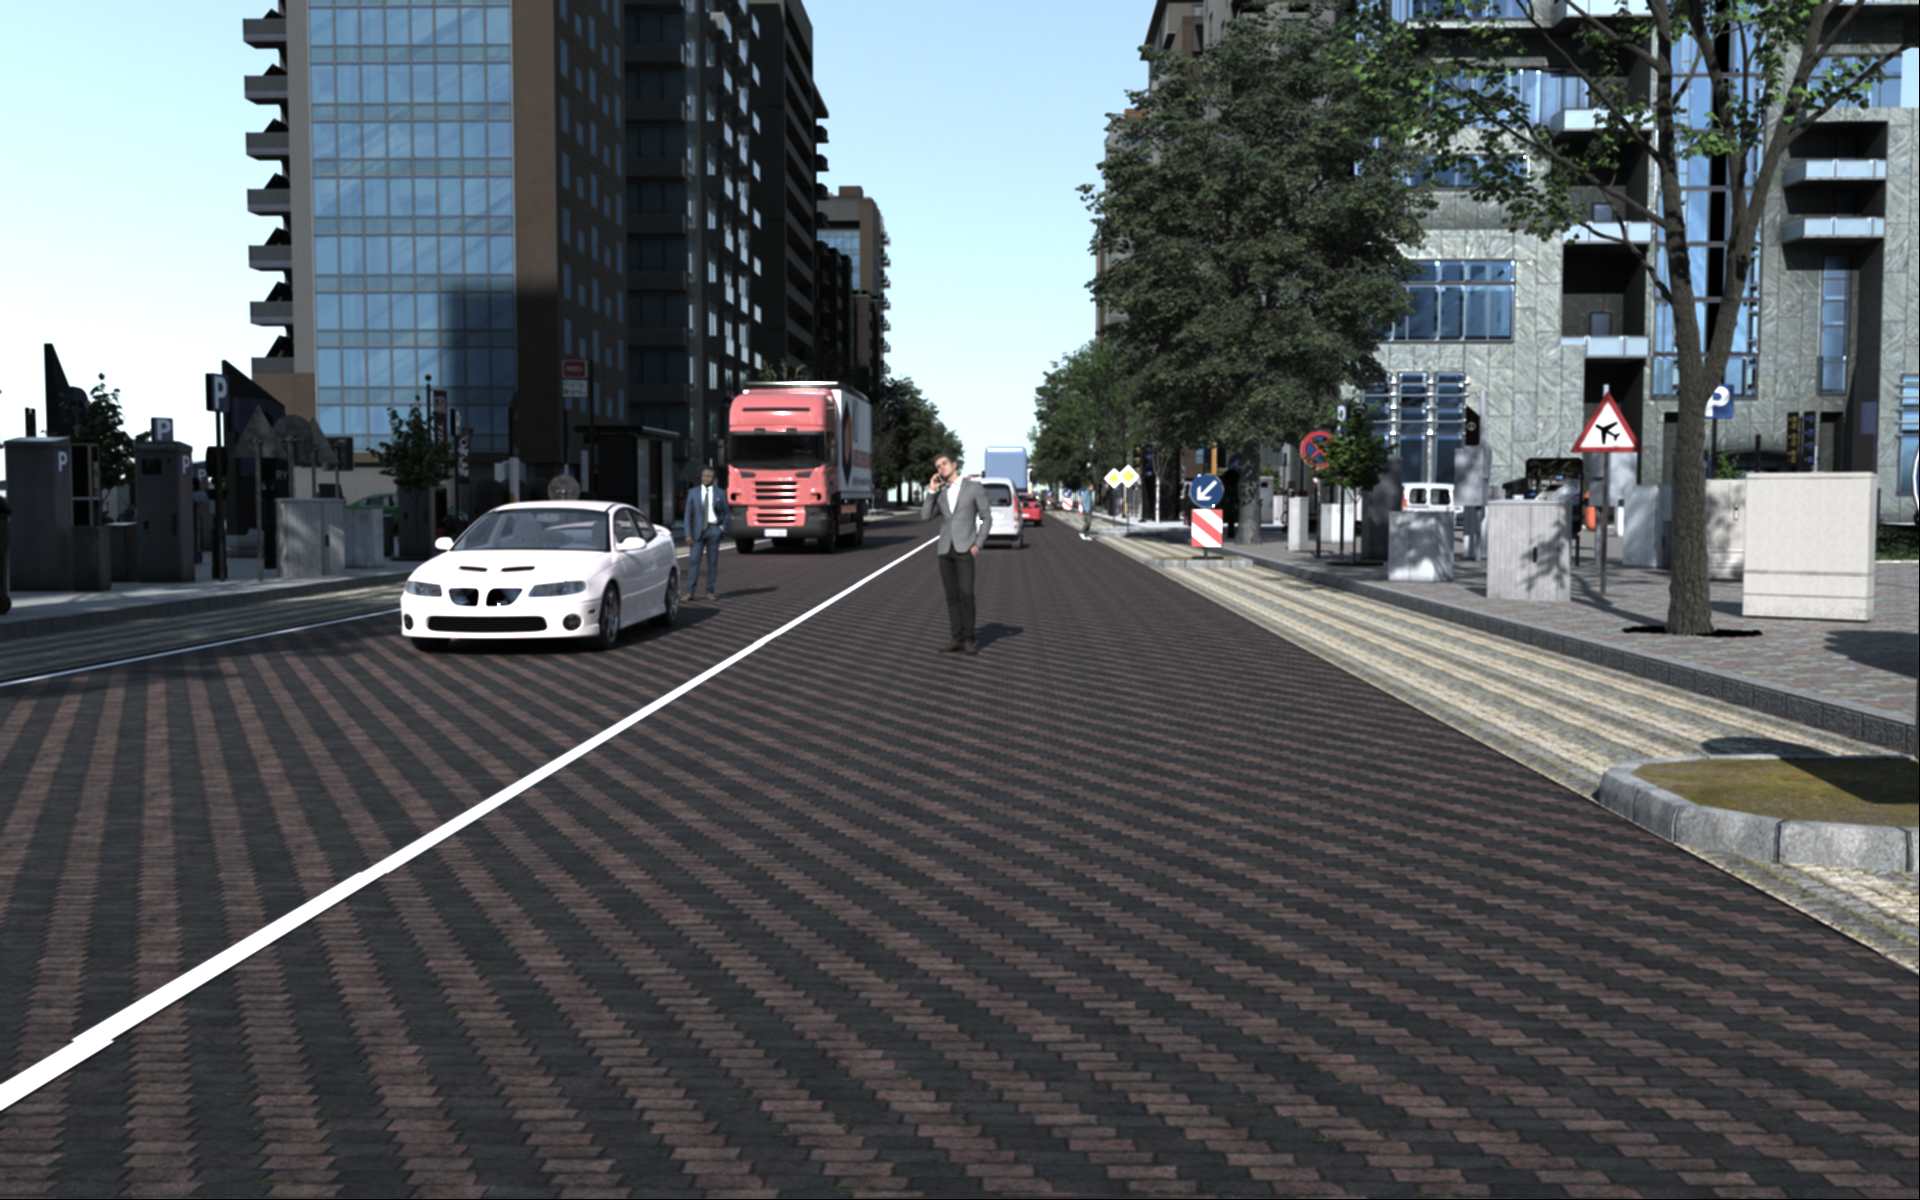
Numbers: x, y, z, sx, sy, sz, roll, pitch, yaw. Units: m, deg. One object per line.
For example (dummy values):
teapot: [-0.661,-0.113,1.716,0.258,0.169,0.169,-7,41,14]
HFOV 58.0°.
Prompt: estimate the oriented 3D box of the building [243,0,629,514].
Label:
building: [-24.687,-26.537,83.991,14.600,45.320,14.200,0,4,2]

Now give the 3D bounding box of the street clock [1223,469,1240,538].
street clock: [7.905,-2.806,50.447,0.471,2.002,0.358,1,4,19]

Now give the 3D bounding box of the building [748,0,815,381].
building: [-24.779,-32.421,153.789,21.300,48.544,21.600,0,4,2]

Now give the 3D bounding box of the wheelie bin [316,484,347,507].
wheelie bin: [-19.201,-2.740,52.705,0.980,1.594,0.693,-2,4,-33]

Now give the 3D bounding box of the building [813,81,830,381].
building: [-25.281,-32.081,179.156,22.147,44.769,28.867,0,4,2]

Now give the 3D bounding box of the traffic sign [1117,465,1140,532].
traffic sign: [5.725,-3.386,59.005,0.795,2.450,0.064,0,4,2]

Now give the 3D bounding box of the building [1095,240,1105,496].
building: [30.144,-39.318,292.966,14.600,45.320,14.200,0,4,2]

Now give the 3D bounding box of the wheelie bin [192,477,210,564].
wheelie bin: [-14.258,-1.459,31.765,0.980,1.594,0.693,-1,4,-18]

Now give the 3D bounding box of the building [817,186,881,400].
building: [-19.094,-37.016,255.318,14.600,45.320,14.200,0,4,2]

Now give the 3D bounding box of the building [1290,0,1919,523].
building: [32.223,-47.134,83.315,31.000,86.520,22.319,0,4,2]

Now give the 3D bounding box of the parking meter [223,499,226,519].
parking meter: [-38.059,-5.130,89.590,0.255,1.863,0.399,3,4,38]

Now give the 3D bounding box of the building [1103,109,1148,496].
building: [33.083,-44.594,271.115,21.231,58.520,28.212,0,4,2]

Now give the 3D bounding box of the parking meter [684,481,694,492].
parking meter: [-12.172,-4.415,77.891,0.399,1.863,0.255,-2,4,-30]

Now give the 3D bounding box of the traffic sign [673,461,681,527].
traffic sign: [-11.304,-4.184,68.409,0.884,2.594,0.081,0,4,5]

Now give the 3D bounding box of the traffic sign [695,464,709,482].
traffic sign: [-11.010,-4.538,74.304,0.768,2.556,0.104,0,4,8]

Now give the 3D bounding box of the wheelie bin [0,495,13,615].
wheelie bin: [-10.510,-0.643,18.426,0.693,1.594,0.980,-3,5,-40]

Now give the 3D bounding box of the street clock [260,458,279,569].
street clock: [-11.881,-1.542,29.782,0.358,2.002,0.471,-2,4,-25]

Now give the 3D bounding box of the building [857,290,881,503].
building: [-18.536,-28.725,241.347,14.160,30.474,14.107,0,4,2]

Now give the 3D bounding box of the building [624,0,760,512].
building: [-26.220,-30.674,121.132,23.786,49.044,30.456,0,4,2]

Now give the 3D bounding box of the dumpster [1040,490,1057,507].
dumpster: [9.278,-10.553,180.755,1.865,1.857,1.264,0,4,3]

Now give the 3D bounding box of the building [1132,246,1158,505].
building: [27.059,-26.353,202.568,14.160,30.474,14.107,0,4,2]

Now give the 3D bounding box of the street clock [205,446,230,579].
street clock: [-11.260,-1.328,26.281,0.358,2.002,0.471,-2,4,-35]

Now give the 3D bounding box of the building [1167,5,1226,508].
building: [26.669,-31.219,160.537,14.600,45.320,14.200,0,4,2]

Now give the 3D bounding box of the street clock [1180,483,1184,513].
street clock: [14.977,-6.938,118.007,0.358,2.002,0.471,-3,5,-42]

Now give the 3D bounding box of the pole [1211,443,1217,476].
pole: [9.897,-4.507,67.529,0.158,3.312,0.155,0,3,0]

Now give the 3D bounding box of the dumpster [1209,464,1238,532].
dumpster: [8.831,-3.326,56.871,1.502,2.255,1.985,0,4,2]

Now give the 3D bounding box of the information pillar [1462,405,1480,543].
information pillar: [13.502,-3.314,45.547,0.504,3.616,0.183,0,4,3]

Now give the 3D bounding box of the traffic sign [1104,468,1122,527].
traffic sign: [5.958,-3.874,66.987,0.795,2.450,0.064,0,4,2]

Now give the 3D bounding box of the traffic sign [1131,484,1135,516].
traffic sign: [9.905,-6.090,99.685,0.768,2.556,0.104,0,4,6]

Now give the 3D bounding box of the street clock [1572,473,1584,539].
street clock: [17.443,-2.727,49.150,0.471,2.002,0.358,2,4,24]

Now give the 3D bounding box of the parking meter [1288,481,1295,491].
parking meter: [14.469,-4.276,75.630,0.255,1.863,0.399,1,4,19]

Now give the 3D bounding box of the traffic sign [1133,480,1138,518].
traffic sign: [9.463,-5.680,92.977,0.768,2.556,0.104,0,4,6]

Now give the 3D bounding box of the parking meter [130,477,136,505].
parking meter: [-21.786,-2.436,45.546,0.255,1.863,0.399,-2,4,-28]

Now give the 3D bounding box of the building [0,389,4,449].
building: [-65.822,-33.244,85.545,28.212,58.520,21.231,0,4,2]

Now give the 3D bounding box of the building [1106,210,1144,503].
building: [28.194,-34.683,250.667,14.154,41.232,14.086,0,4,2]

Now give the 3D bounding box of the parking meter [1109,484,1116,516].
parking meter: [8.866,-5.812,100.731,0.255,1.863,0.399,3,5,44]

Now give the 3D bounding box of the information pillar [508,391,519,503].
information pillar: [-10.066,-2.921,39.119,0.183,3.616,0.504,0,4,2]

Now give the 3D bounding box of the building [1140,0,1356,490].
building: [34.023,-36.188,180.914,28.713,52.752,27.495,0,4,2]

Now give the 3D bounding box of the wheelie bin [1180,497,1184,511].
wheelie bin: [16.460,-7.365,128.330,0.980,1.594,0.693,0,4,6]

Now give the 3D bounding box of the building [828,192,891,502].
building: [-22.631,-40.244,277.603,23.786,49.044,30.456,0,4,2]

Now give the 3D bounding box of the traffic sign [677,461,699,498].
traffic sign: [-10.712,-4.167,68.127,0.884,2.594,0.081,0,4,7]

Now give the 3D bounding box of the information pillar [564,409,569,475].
information pillar: [-10.956,-3.478,48.224,0.183,3.616,0.504,-1,4,-9]

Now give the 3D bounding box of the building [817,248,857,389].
building: [-20.070,-26.276,201.317,14.160,30.474,14.107,0,4,2]

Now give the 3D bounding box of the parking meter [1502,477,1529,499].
parking meter: [8.116,-1.035,25.341,0.372,1.533,0.369,0,3,0]

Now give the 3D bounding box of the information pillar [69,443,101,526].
information pillar: [-12.710,-1.266,25.184,0.304,2.012,0.304,0,4,-4]
